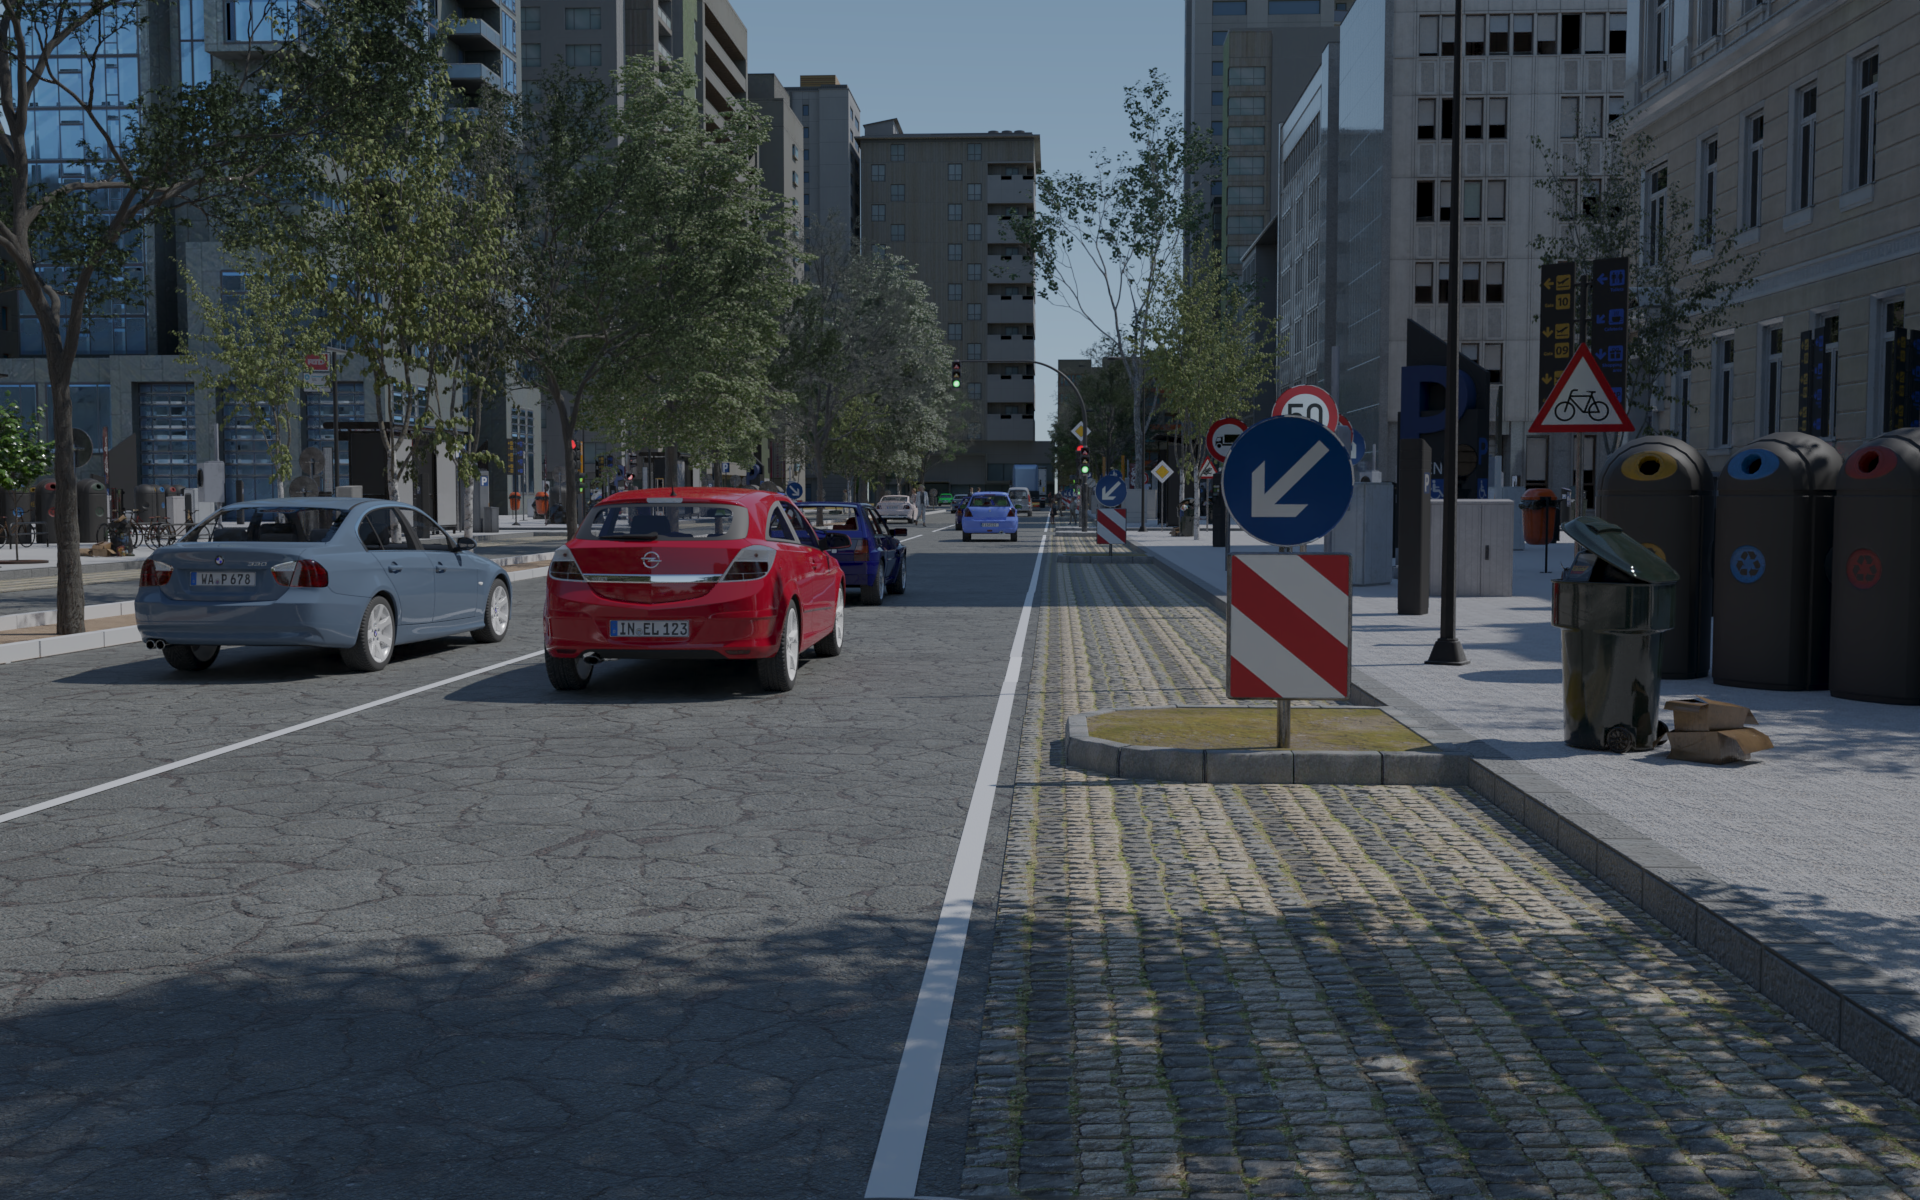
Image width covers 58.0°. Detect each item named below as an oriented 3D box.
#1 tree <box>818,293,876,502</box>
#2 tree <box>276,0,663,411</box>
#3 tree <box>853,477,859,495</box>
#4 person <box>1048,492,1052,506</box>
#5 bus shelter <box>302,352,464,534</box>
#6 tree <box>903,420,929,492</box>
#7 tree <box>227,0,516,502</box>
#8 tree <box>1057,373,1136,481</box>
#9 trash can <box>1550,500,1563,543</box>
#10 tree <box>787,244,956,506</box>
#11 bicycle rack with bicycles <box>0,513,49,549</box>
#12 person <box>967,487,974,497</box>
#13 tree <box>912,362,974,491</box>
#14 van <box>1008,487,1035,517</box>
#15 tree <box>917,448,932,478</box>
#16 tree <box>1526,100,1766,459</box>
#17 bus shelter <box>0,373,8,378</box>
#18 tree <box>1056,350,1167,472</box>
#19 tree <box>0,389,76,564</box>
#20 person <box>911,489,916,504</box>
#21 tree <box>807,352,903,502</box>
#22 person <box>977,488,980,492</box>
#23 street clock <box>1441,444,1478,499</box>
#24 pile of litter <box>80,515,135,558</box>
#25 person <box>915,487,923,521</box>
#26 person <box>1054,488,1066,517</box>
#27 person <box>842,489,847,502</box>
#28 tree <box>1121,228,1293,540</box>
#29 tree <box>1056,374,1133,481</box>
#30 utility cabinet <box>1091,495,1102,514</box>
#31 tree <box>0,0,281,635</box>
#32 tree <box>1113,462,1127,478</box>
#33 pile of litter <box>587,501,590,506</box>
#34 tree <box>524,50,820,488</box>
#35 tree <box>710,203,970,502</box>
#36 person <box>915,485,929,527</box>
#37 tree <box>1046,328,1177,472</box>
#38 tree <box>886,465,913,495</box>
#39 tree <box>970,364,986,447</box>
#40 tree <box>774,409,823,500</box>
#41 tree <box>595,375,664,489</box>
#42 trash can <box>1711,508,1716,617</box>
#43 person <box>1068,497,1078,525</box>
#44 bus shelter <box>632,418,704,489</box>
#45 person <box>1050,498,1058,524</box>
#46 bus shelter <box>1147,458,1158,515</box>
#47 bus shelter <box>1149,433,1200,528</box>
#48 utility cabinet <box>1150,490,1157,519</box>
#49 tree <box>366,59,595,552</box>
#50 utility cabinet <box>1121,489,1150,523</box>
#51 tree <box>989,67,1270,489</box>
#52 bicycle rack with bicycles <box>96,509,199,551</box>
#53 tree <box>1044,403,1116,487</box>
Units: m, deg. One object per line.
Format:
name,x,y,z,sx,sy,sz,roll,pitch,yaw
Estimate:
tree,-7.267,-7.079,52.612,8.767,10.594,7.601,0,4,3
tree,-7.872,-6.032,35.496,8.767,10.594,7.601,0,4,3
tree,-10.293,-10.979,174.109,1.663,3.219,1.824,0,3,0
person,10.540,-11.801,202.907,0.415,1.643,0.593,1,4,10
bus shelter,-17.291,-4.519,51.521,2.179,5.291,8.768,0,4,3
tree,-3.758,-9.445,107.249,4.737,8.622,4.395,0,3,0
tree,-7.900,-4.347,23.892,4.737,8.622,4.395,0,3,0
tree,12.739,-14.934,162.294,7.486,12.596,7.792,0,3,0
trash can,15.341,-2.051,45.188,0.748,1.137,0.748,0,3,0
tree,-5.027,-10.998,88.936,9.857,13.997,8.962,0,3,0
bicycle rack with bicycles,-23.058,-1.679,40.826,2.852,0.926,2.925,0,4,-1
person,0.778,-6.224,110.043,0.659,1.850,0.755,-1,4,-16
tree,-2.751,-12.283,129.042,9.928,11.665,9.643,0,3,0
van,3.788,-6.365,111.080,2.013,2.044,4.112,0,4,4
tree,-7.522,-17.307,217.375,8.767,10.594,7.601,-2,4,-25
tree,12.504,-5.036,32.698,4.360,8.622,3.978,0,3,0
bus shelter,-19.668,-2.431,31.038,1.731,3.624,6.357,0,4,3
tree,9.859,-10.855,111.896,7.601,10.594,8.767,-1,4,-9
tree,-17.576,-2.287,32.000,1.663,3.219,1.824,0,3,0
person,-2.530,-5.383,97.183,0.598,1.740,0.731,-3,5,-41
tree,-5.205,-7.884,81.715,4.737,8.622,4.395,0,3,0
person,1.120,-6.031,107.063,0.822,1.834,0.622,-3,5,-41
street clock,7.179,-1.245,24.931,0.471,2.002,0.358,-1,4,-9
pile of litter,-17.593,-1.329,35.701,1.176,0.858,1.719,-1,4,-11
person,-2.143,-5.151,92.695,0.573,1.828,0.580,-1,4,-14
person,6.273,-6.193,109.718,0.822,1.834,0.622,0,4,7
person,-8.020,-6.814,120.459,0.362,1.759,0.519,0,4,7
tree,6.725,-5.970,47.975,4.737,8.622,4.395,0,3,0
tree,12.076,-13.639,148.754,9.928,11.665,9.643,0,3,0
utility cabinet,8.906,-6.177,112.149,0.306,1.237,1.020,-2,4,-32
tree,-8.990,-4.939,17.625,8.767,10.594,7.601,0,4,3
tree,9.536,-6.716,104.400,1.663,3.219,1.824,0,3,0
pile of litter,-23.296,-5.899,110.414,1.176,0.858,1.719,1,4,18
tree,-7.555,-7.605,44.927,7.486,12.596,7.792,0,3,0
tree,-5.925,-9.792,72.932,12.009,13.543,11.850,0,3,0
person,-1.703,-4.151,76.248,0.514,1.842,0.818,-2,4,-27
tree,10.977,-13.304,127.884,12.009,13.543,11.850,0,3,0
tree,-9.530,-13.866,161.125,7.601,10.594,8.767,-2,4,-27
tree,-3.306,-12.476,116.807,12.009,13.543,11.850,0,3,0
tree,-12.112,-10.968,129.694,4.360,8.622,3.978,0,3,0
tree,-14.785,-7.742,76.941,4.737,8.622,4.395,0,3,0
trash can,7.822,-0.408,18.321,0.748,1.137,0.748,0,3,0
person,5.262,-4.140,80.460,0.475,1.303,0.640,2,4,32
bus shelter,-14.823,-6.708,87.311,2.179,5.291,8.768,0,4,3
person,4.412,-4.175,81.430,0.362,1.253,0.373,-3,5,-44
bus shelter,10.987,-5.958,91.343,2.014,3.302,5.546,0,4,3
bus shelter,8.580,-4.769,69.257,1.731,3.624,6.357,0,4,3
utility cabinet,9.364,-4.824,87.545,1.173,1.500,0.318,1,4,23
tree,-8.367,-4.690,29.504,4.360,8.622,3.978,0,3,0
utility cabinet,7.673,-4.137,76.320,1.173,1.500,0.318,-2,4,-29
tree,7.692,-13.695,79.803,12.611,20.169,13.585,0,3,0
bicycle rack with bicycles,-18.514,-1.616,39.796,2.852,0.926,2.925,2,4,27
tree,15.518,-19.088,218.739,9.857,13.997,8.962,0,3,0
